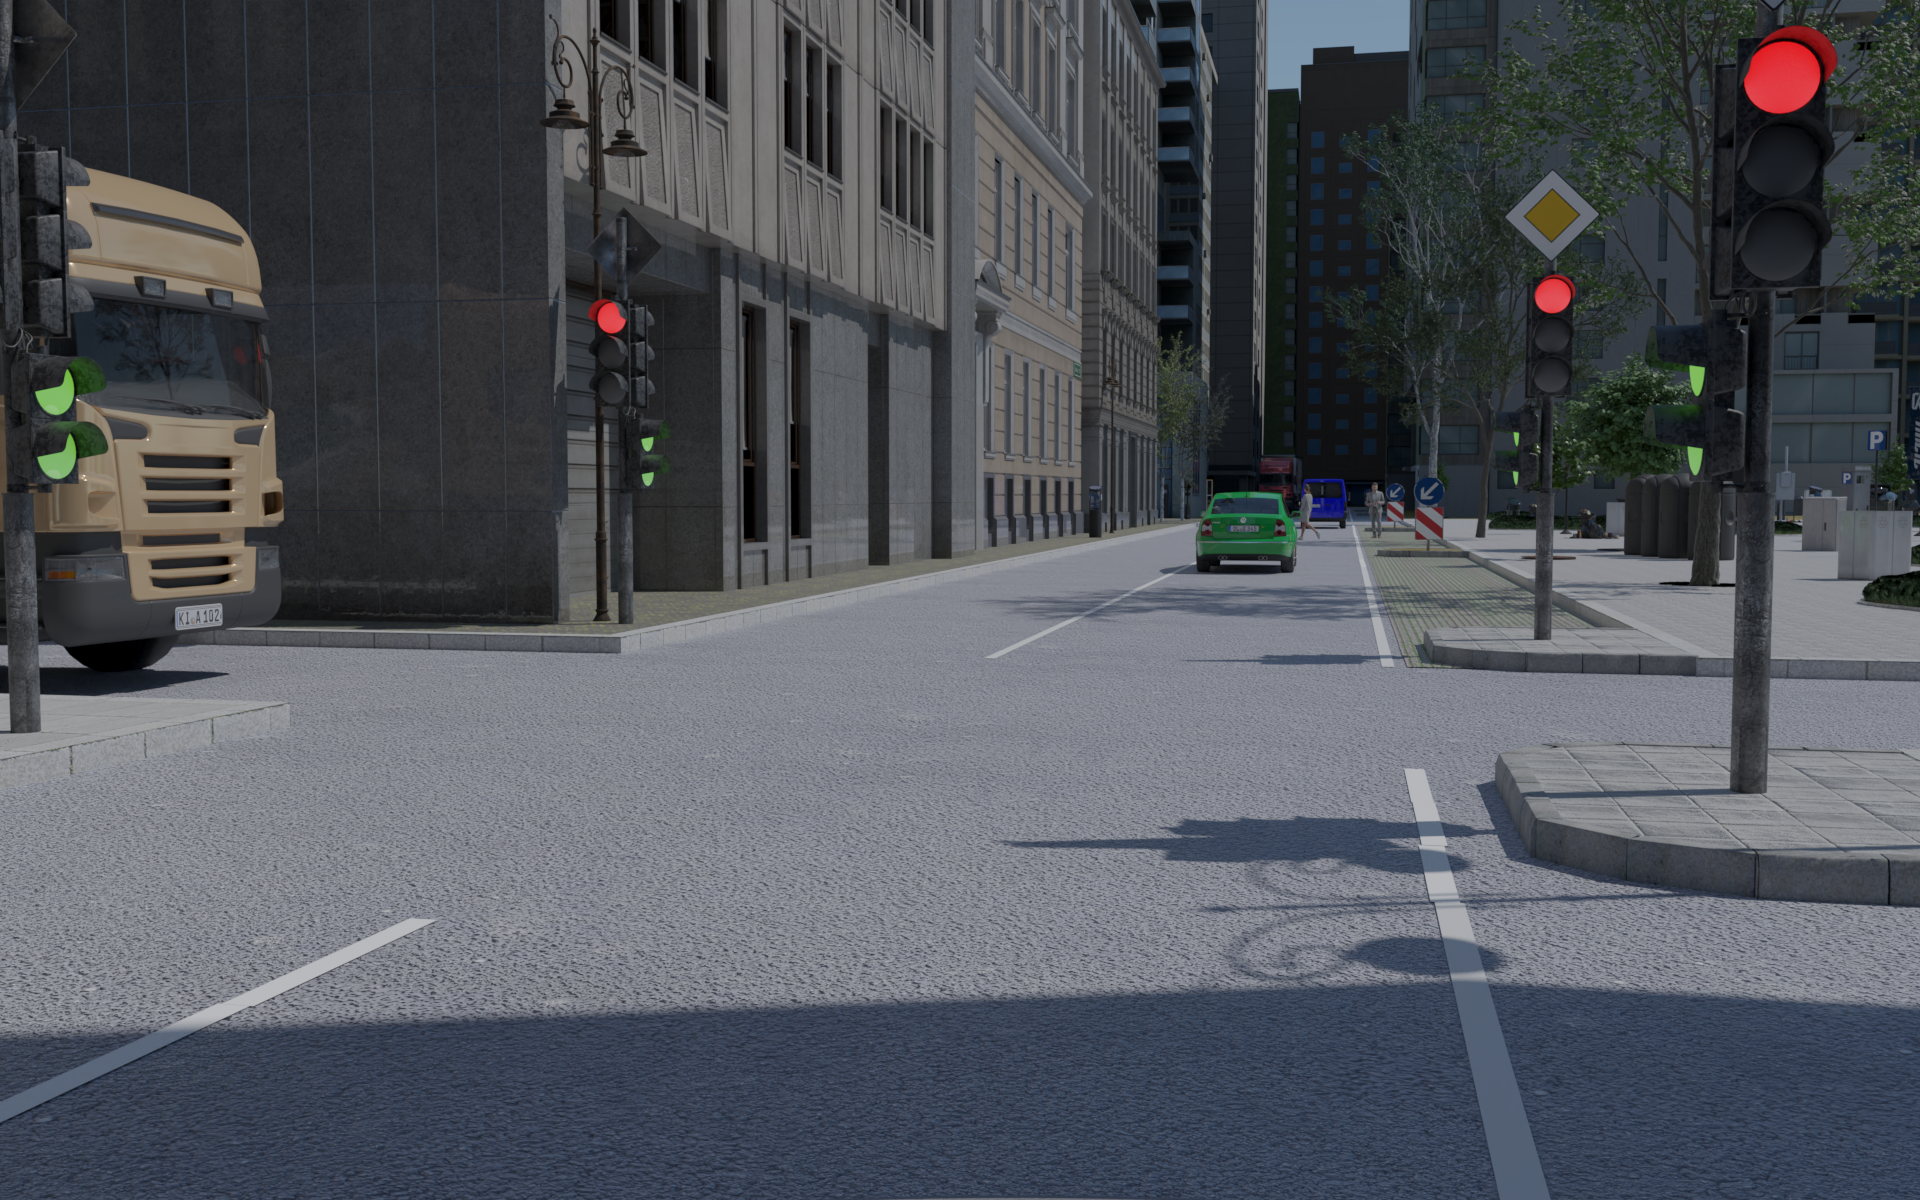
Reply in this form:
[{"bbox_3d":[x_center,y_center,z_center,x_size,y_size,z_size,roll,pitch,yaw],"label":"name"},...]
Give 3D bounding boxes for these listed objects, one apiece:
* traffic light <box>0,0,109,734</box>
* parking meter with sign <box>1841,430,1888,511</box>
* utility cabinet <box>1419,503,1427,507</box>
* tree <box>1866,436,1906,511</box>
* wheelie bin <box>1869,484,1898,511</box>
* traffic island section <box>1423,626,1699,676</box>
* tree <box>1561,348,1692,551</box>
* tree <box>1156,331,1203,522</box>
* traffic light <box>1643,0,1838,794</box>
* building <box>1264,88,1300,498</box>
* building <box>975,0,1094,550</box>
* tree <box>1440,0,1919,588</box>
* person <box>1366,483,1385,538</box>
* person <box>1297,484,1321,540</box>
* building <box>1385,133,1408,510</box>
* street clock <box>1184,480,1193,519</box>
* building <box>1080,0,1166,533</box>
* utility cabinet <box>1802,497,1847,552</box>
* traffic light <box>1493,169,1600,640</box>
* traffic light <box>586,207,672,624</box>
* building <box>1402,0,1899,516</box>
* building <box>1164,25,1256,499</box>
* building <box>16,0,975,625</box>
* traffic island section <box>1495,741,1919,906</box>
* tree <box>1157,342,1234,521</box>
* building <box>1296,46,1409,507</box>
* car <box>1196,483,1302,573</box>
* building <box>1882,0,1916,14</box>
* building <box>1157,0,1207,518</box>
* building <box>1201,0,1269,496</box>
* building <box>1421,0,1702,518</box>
[{"bbox_3d":[-5.023,-1.241,9.216,0.839,4.253,0.868,1,4,12],"label":"traffic light"},{"bbox_3d":[24.312,-3.108,47.076,1.738,3.016,0.543,-1,4,-23],"label":"parking meter with sign"},{"bbox_3d":[19.663,-3.967,73.547,0.318,1.500,1.173,1,4,13],"label":"utility cabinet"},{"bbox_3d":[31.009,-3.836,57.322,1.663,3.219,1.824,0,3,0],"label":"tree"},{"bbox_3d":[27.749,-2.714,52.289,0.980,1.594,0.693,3,4,36],"label":"wheelie bin"},{"bbox_3d":[5.158,0.429,15.270,2.009,0.180,2.903,1,4,12],"label":"traffic island section"},{"bbox_3d":[15.289,-3.389,39.119,4.285,4.588,4.351,0,3,0],"label":"tree"},{"bbox_3d":[8.969,-7.821,78.240,4.737,8.622,4.395,0,3,0],"label":"tree"},{"bbox_3d":[3.387,-1.128,7.369,0.839,4.253,0.868,1,4,12],"label":"traffic light"},{"bbox_3d":[28.038,-30.326,179.420,14.086,41.232,14.154,1,4,12],"label":"building"},{"bbox_3d":[-4.196,-15.958,46.821,13.634,28.700,20.117,1,4,12],"label":"building"},{"bbox_3d":[10.400,-5.989,23.670,9.928,11.665,9.643,0,3,0],"label":"tree"},{"bbox_3d":[13.385,-2.887,55.902,0.606,1.804,0.583,1,4,20],"label":"person"},{"bbox_3d":[10.777,-2.714,53.625,0.760,1.731,0.466,0,4,6],"label":"person"},{"bbox_3d":[41.790,-22.533,140.123,14.160,30.474,14.107,1,4,12],"label":"building"},{"bbox_3d":[11.510,-5.077,87.587,0.471,2.002,0.358,-2,4,-34],"label":"street clock"},{"bbox_3d":[1.951,-13.246,65.726,9.793,20.994,18.267,1,4,12],"label":"building"},{"bbox_3d":[19.471,-1.705,39.047,0.306,1.237,1.020,-1,4,-16],"label":"utility cabinet"},{"bbox_3d":[5.121,-1.605,15.164,0.839,4.253,0.868,1,4,12],"label":"traffic light"},{"bbox_3d":[-3.289,-1.718,17.011,0.839,4.253,0.868,1,4,12],"label":"traffic light"},{"bbox_3d":[44.441,-32.268,116.816,28.713,52.752,27.495,1,4,12],"label":"building"},{"bbox_3d":[6.719,-27.124,135.361,32.217,40.220,23.993,1,4,12],"label":"building"},{"bbox_3d":[-7.704,-12.796,27.244,12.078,24.808,19.932,1,4,12],"label":"building"},{"bbox_3d":[3.424,0.906,7.474,2.009,0.180,2.903,1,4,12],"label":"traffic island section"},{"bbox_3d":[11.008,-8.151,83.636,4.360,8.622,3.978,0,3,0],"label":"tree"},{"bbox_3d":[41.857,-32.183,176.294,14.200,45.320,14.600,1,4,12],"label":"building"},{"bbox_3d":[5.520,-1.484,33.057,1.959,1.807,4.718,1,4,12],"label":"car"},{"bbox_3d":[68.676,-29.925,143.903,28.867,44.769,22.147,1,4,12],"label":"building"},{"bbox_3d":[4.646,-48.540,106.294,22.319,86.520,31.000,1,4,12],"label":"building"},{"bbox_3d":[16.787,-43.871,155.535,20.611,71.187,20.563,1,4,12],"label":"building"},{"bbox_3d":[33.335,-19.999,98.689,14.160,30.474,14.107,1,4,12],"label":"building"}]
